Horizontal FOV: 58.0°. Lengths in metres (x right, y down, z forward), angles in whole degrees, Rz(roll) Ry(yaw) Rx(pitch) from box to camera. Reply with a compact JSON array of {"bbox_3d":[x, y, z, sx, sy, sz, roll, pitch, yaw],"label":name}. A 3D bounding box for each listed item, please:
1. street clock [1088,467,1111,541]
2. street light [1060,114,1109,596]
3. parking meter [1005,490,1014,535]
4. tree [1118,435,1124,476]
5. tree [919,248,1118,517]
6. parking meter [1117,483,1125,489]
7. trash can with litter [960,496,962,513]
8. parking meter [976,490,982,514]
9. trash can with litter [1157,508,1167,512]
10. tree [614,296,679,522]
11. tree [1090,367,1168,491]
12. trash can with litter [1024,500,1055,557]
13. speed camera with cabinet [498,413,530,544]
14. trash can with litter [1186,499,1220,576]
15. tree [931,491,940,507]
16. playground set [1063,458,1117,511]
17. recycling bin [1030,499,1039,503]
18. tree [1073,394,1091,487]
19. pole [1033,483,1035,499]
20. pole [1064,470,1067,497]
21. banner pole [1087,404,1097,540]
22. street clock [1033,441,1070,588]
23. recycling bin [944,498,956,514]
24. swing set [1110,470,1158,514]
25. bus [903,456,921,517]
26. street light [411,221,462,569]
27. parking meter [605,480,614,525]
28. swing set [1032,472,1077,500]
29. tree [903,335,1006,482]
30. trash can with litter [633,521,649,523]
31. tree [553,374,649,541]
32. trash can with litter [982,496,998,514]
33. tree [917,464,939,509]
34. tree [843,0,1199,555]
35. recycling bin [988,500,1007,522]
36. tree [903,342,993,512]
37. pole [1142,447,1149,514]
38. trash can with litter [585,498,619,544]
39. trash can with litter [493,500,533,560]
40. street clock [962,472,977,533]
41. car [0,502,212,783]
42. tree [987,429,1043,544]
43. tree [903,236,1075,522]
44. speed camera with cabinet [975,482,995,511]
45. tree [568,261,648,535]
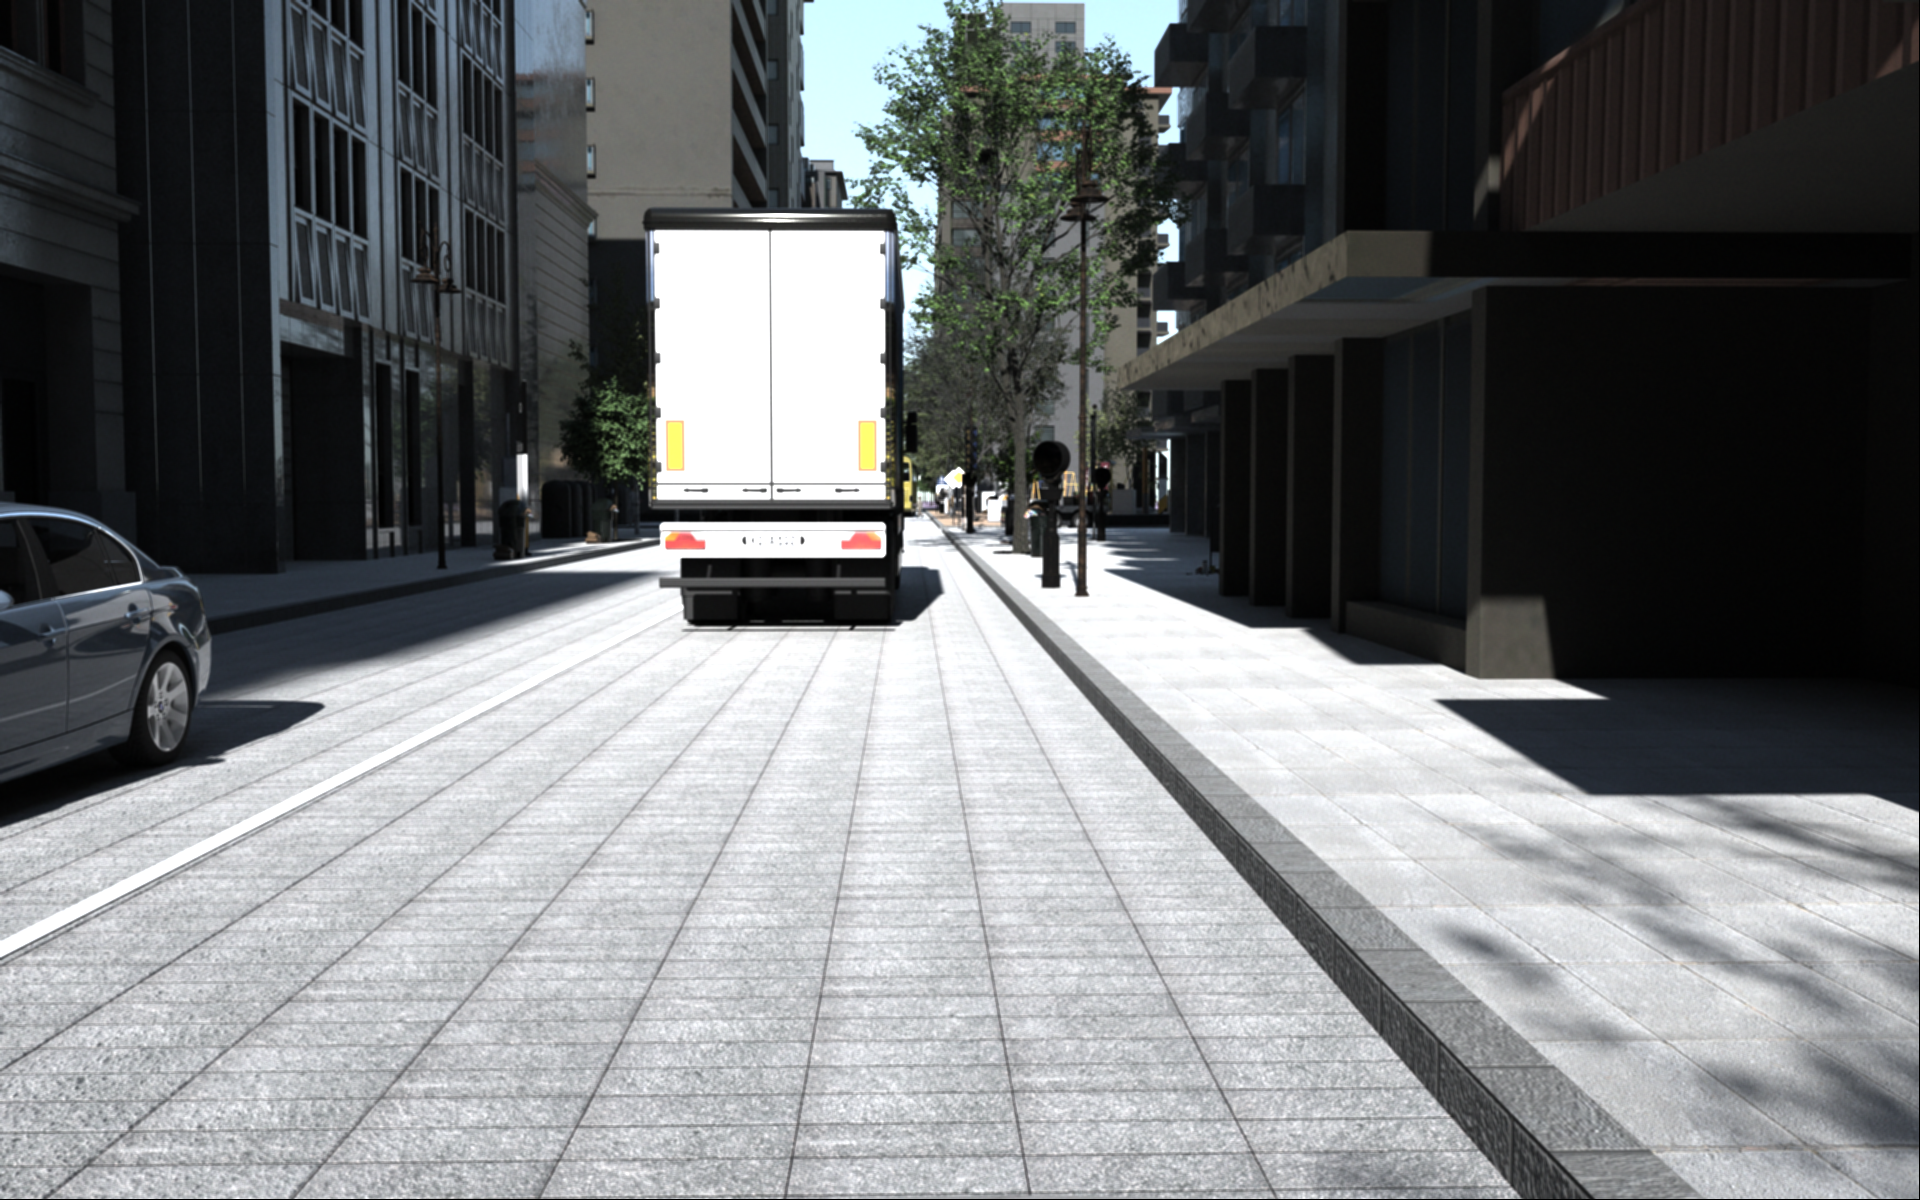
[{"bbox_3d":[3.831,-2.590,46.919,0.471,2.002,0.358,-1,4,-16],"label":"street clock"},{"bbox_3d":[1.534,-2.986,21.604,0.468,5.910,1.993,0,4,-2],"label":"street light"},{"bbox_3d":[1.601,-2.793,54.069,0.372,1.533,0.369,0,3,0],"label":"parking meter"},{"bbox_3d":[11.974,-11.935,145.496,4.360,8.622,3.978,0,3,0],"label":"tree"},{"bbox_3d":[1.711,-6.216,51.995,4.360,8.622,3.978,0,3,0],"label":"tree"},{"bbox_3d":[8.586,-5.302,92.394,0.399,1.863,0.255,-3,4,-38],"label":"parking meter"},{"bbox_3d":[0.242,-6.401,116.044,0.624,1.170,1.055,0,4,3],"label":"trash can with litter"},{"bbox_3d":[1.232,-6.459,114.021,0.372,1.533,0.369,0,3,0],"label":"parking meter"},{"bbox_3d":[14.761,-6.936,124.786,1.055,1.170,0.624,-3,5,-39],"label":"trash can with litter"},{"bbox_3d":[-10.035,-6.746,60.665,4.360,8.622,3.978,0,3,0],"label":"tree"},{"bbox_3d":[9.888,-9.133,99.695,4.737,8.622,4.395,0,3,0],"label":"tree"},{"bbox_3d":[1.639,-1.476,35.520,0.624,1.170,1.055,0,4,4],"label":"trash can with litter"},{"bbox_3d":[-10.739,-2.897,41.694,0.660,3.252,2.038,-1,4,-10],"label":"speed camera with cabinet"},{"bbox_3d":[4.707,-1.034,27.957,2.233,1.210,1.678,0,4,1],"label":"trash can with litter"},{"bbox_3d":[-1.929,-11.026,174.870,1.663,3.219,1.824,0,3,0],"label":"tree"},{"bbox_3d":[10.850,-8.983,133.648,5.637,4.214,5.302,0,4,2],"label":"playground set"},{"bbox_3d":[3.643,-4.651,88.595,0.722,1.027,0.722,1,4,15],"label":"recycling bin"},{"bbox_3d":[9.520,-10.311,118.945,4.737,8.622,4.395,0,3,0],"label":"tree"},{"bbox_3d":[6.199,-9.220,144.592,0.158,3.312,0.155,0,3,0],"label":"pole"},{"bbox_3d":[8.307,-8.730,136.580,0.158,3.312,0.155,0,3,0],"label":"pole"},{"bbox_3d":[3.697,-3.557,48.168,0.401,3.779,0.863,1,4,15],"label":"banner pole"},{"bbox_3d":[1.248,-1.169,23.691,0.471,2.002,0.358,2,4,32],"label":"street clock"},{"bbox_3d":[-0.660,-6.092,112.153,0.722,1.027,0.722,0,4,-3],"label":"recycling bin"},{"bbox_3d":[11.160,-6.871,109.959,2.862,2.851,3.119,0,4,-5],"label":"swing set"},{"bbox_3d":[-4.134,-7.306,111.002,2.896,3.916,12.252,0,4,0],"label":"bus"},{"bbox_3d":[-8.912,-3.476,29.621,0.468,5.910,1.993,0,4,-2],"label":"street light"},{"bbox_3d":[-14.288,-3.985,70.864,0.255,1.863,0.399,2,4,27],"label":"parking meter"},{"bbox_3d":[6.894,-7.740,124.173,3.119,2.851,2.862,-1,4,-14],"label":"swing set"},{"bbox_3d":[-1.164,-14.241,139.493,9.857,13.997,8.962,0,3,0],"label":"tree"},{"bbox_3d":[-15.120,-4.042,77.150,2.233,1.210,1.678,2,4,28],"label":"trash can with litter"},{"bbox_3d":[-9.463,-3.907,47.588,4.285,4.588,4.351,0,3,0],"label":"tree"},{"bbox_3d":[1.755,-6.062,110.500,0.624,1.170,1.055,-3,4,-36],"label":"trash can with litter"},{"bbox_3d":[-3.133,-12.700,191.352,4.285,4.588,4.351,0,3,0],"label":"tree"},{"bbox_3d":[1.147,-6.802,36.965,9.928,11.665,9.643,0,3,0],"label":"tree"},{"bbox_3d":[1.732,-4.094,79.488,0.722,1.027,0.722,2,4,28],"label":"recycling bin"},{"bbox_3d":[-1.285,-12.724,126.169,7.486,12.596,7.792,0,3,0],"label":"tree"},{"bbox_3d":[8.083,-5.012,75.785,0.158,3.312,0.155,0,3,0],"label":"pole"},{"bbox_3d":[-9.348,-2.061,45.080,0.624,1.170,1.055,1,4,10],"label":"trash can with litter"},{"bbox_3d":[-8.834,-1.392,34.139,0.624,1.170,1.055,0,4,0],"label":"trash can with litter"},{"bbox_3d":[0.320,-3.188,56.693,0.471,2.002,0.358,0,4,-4],"label":"street clock"},{"bbox_3d":[-5.044,0.251,7.895,2.014,1.417,4.499,0,3,0],"label":"car"},{"bbox_3d":[1.429,-3.077,44.912,1.663,3.219,1.824,0,3,0],"label":"tree"},{"bbox_3d":[0.698,-10.440,81.066,12.009,13.543,11.850,0,3,0],"label":"tree"},{"bbox_3d":[1.364,-7.551,117.796,2.038,3.252,0.660,-2,4,-24],"label":"speed camera with cabinet"},{"bbox_3d":[-10.185,-6.362,54.386,4.737,8.622,4.395,0,3,0],"label":"tree"}]
